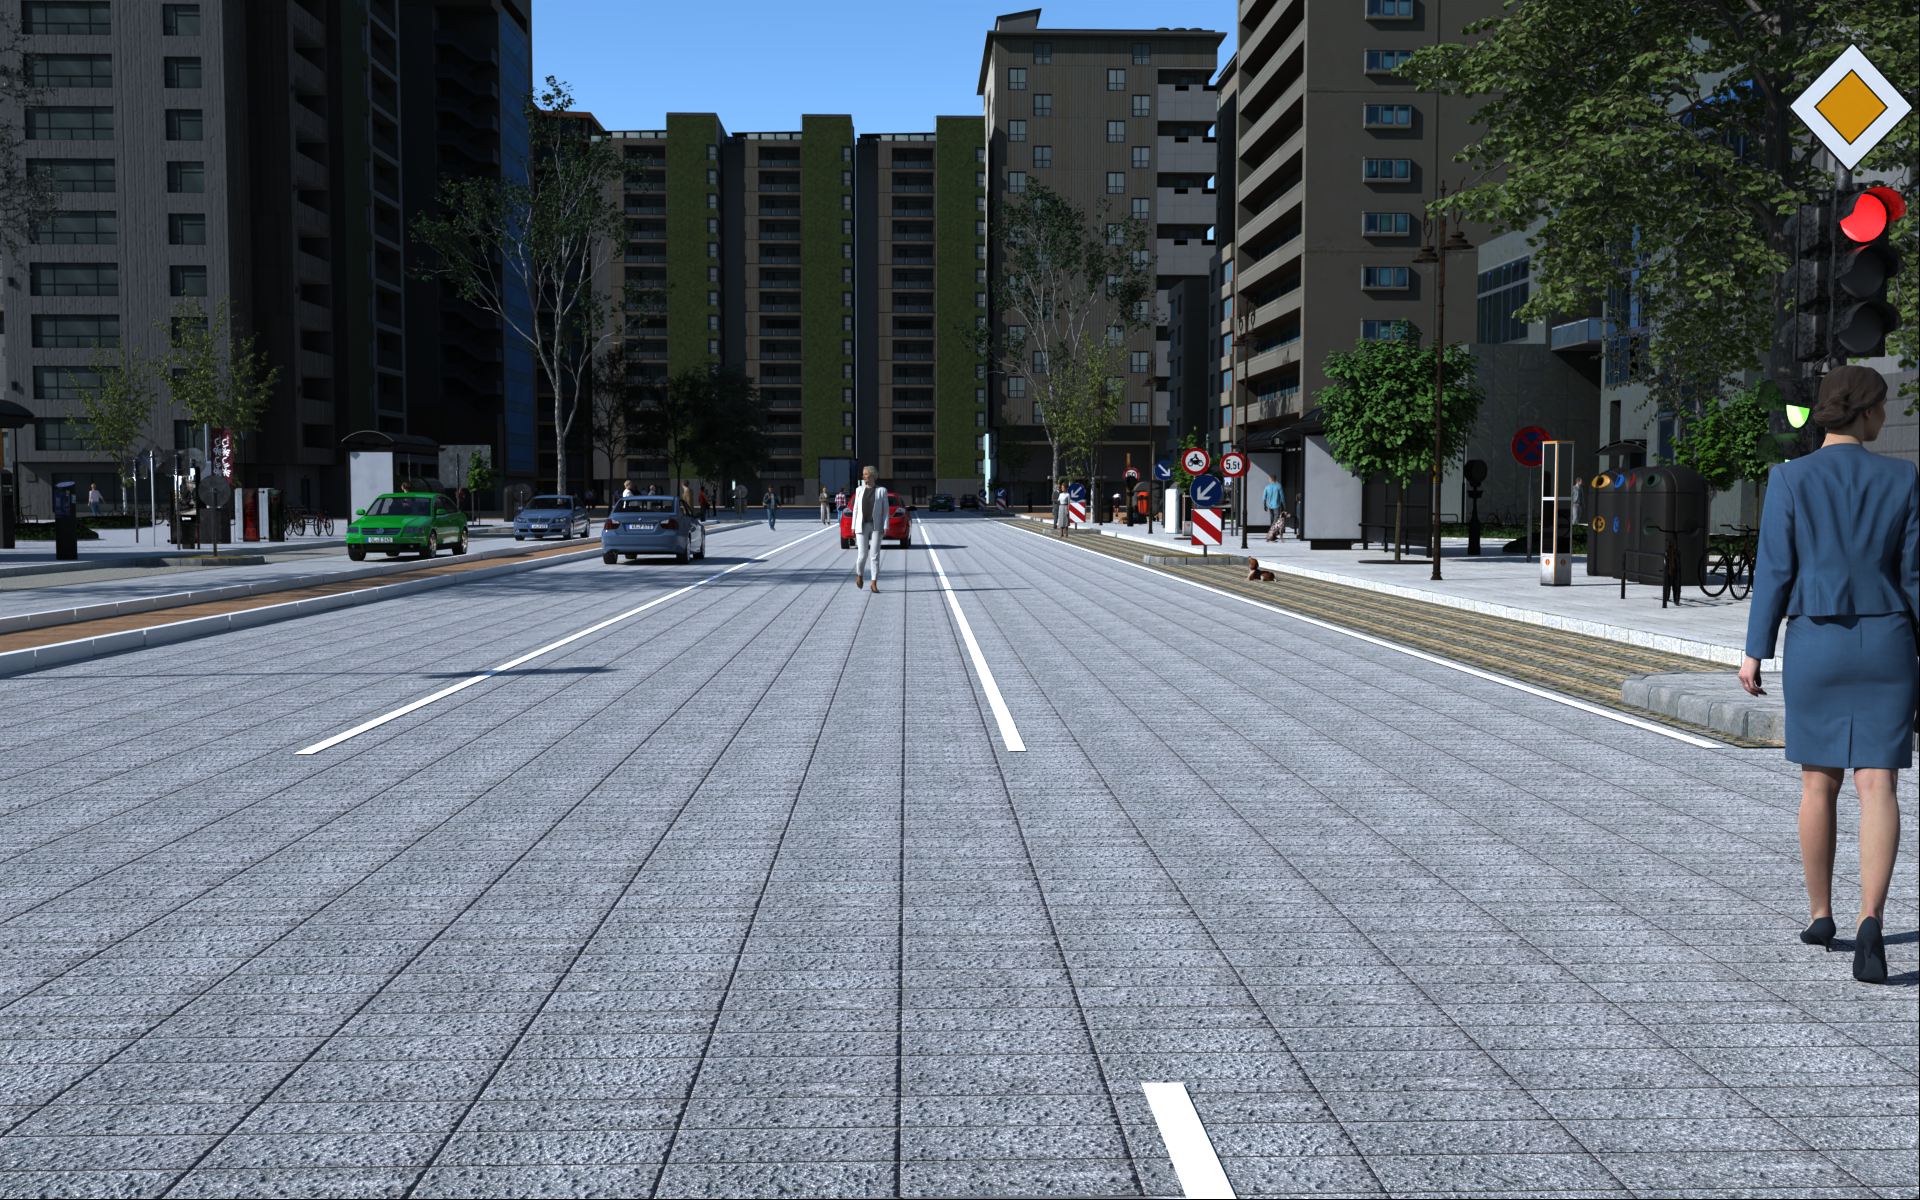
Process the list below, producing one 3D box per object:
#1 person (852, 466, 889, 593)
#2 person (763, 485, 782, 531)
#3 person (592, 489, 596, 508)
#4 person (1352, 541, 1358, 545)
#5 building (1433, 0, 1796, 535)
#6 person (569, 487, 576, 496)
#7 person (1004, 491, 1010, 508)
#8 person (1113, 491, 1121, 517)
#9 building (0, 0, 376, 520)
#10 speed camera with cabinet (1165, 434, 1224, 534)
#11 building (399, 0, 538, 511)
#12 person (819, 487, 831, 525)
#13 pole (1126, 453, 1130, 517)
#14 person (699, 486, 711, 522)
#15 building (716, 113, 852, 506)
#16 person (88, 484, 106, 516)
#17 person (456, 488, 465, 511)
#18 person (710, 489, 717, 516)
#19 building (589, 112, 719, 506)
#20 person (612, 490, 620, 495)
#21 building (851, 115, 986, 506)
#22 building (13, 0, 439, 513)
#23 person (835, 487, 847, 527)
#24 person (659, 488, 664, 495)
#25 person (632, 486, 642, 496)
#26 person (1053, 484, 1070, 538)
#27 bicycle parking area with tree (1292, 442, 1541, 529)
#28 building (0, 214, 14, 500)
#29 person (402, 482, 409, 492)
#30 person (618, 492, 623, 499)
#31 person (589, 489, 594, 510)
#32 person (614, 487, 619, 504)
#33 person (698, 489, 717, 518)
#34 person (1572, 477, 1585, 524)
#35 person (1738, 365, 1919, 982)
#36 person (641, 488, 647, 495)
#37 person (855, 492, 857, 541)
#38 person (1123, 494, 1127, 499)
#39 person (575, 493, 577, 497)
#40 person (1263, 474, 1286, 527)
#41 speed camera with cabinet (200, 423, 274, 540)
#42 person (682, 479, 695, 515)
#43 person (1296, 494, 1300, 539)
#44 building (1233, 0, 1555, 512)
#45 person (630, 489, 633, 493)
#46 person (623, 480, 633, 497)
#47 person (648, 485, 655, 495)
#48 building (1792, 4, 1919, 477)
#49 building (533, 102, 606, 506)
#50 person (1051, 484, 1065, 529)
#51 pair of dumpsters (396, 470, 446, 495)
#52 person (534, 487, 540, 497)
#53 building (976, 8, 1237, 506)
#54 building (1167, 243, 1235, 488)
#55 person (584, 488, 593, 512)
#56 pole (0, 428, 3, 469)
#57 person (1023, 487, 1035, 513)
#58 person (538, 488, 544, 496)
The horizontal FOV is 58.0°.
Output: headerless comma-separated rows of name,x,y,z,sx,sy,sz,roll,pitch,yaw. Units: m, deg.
person,-1.320,-1.036,25.312,0.514,1.842,0.818,-1,4,-13
person,-7.352,-3.591,67.558,0.623,1.781,0.721,-3,5,-44
person,-33.333,-9.188,156.802,0.750,1.759,0.617,-1,4,-20
person,9.542,-2.236,42.948,0.624,1.780,0.694,1,4,18
building,33.042,-46.147,67.175,22.319,86.520,31.000,0,4,-2
person,-29.819,-7.772,133.051,0.705,1.831,1.348,-3,5,-40
person,4.457,-9.589,165.966,0.721,1.739,1.217,-2,4,-24
person,8.913,-5.425,97.937,0.628,1.438,0.799,-1,4,-19
building,-40.306,-19.572,91.701,14.160,30.474,14.107,0,4,-2
speed camera with cabinet,7.662,-3.799,56.455,2.038,3.252,0.660,-2,4,-32
building,-42.590,-29.863,138.375,14.200,45.320,14.600,0,4,-2
person,-6.231,-4.346,80.099,0.519,1.759,0.362,-1,4,-17
pole,8.411,-5.669,86.534,0.158,3.312,0.155,0,3,0
person,-13.099,-4.894,88.488,0.705,1.831,1.348,-2,4,-31
building,-18.463,-30.955,189.702,14.086,41.232,14.154,0,4,-2
person,-37.952,-4.258,76.331,0.598,1.740,0.731,1,4,18
person,-24.987,-4.839,86.634,0.415,1.643,0.593,1,4,12
person,-15.897,-6.259,111.521,0.721,1.739,1.217,-2,4,-23
building,-32.532,-30.907,188.932,14.086,41.232,14.154,0,4,-2
person,-26.568,-7.757,133.673,0.742,1.727,0.445,0,4,2
building,-4.391,-30.996,190.374,14.086,41.232,14.154,0,4,-2
building,-44.369,-40.943,107.671,20.563,71.187,20.611,0,4,-2
person,-5.199,-4.048,75.520,0.563,1.720,0.643,2,4,34
person,-23.360,-7.852,135.147,0.721,1.735,1.217,1,4,16
person,-20.911,-6.459,111.670,1.348,1.821,0.705,2,4,28
person,3.328,-2.895,56.396,0.480,1.755,0.524,2,4,34
bicycle parking area with tree,16.193,-4.600,62.215,9.016,4.147,8.231,-1,4,-19
building,-63.323,-33.161,131.423,27.495,52.752,28.713,0,4,-2
person,-16.579,-2.624,51.749,0.374,1.781,0.599,0,4,-8
person,-22.996,-6.631,117.641,0.628,1.438,0.799,2,4,30
person,-30.273,-8.240,141.710,0.756,1.711,0.436,1,4,20
person,-21.793,-6.316,110.241,0.436,1.711,0.756,0,4,1
person,-15.382,-5.882,105.453,1.217,1.735,0.721,-2,4,-30
person,19.726,-3.013,55.410,0.635,1.810,0.391,-3,5,-40
person,2.674,0.200,5.256,0.581,1.822,0.654,2,4,30
person,-20.953,-6.610,115.054,0.756,1.711,0.436,3,5,40
person,-3.156,-2.563,52.999,0.523,1.515,0.503,-2,4,-35
person,11.811,-6.896,119.504,1.217,1.735,0.721,2,4,29
person,-36.063,-9.363,162.323,0.628,1.438,0.799,-2,4,-35
person,8.830,-2.635,48.995,0.638,1.841,0.748,3,5,44
speed camera with cabinet,-20.442,-3.336,48.880,2.038,3.252,0.660,-1,4,-8
person,-7.379,-2.374,47.218,0.836,1.842,0.656,-3,4,-39
person,9.747,-2.390,49.399,0.394,1.301,0.425,0,4,-7
building,29.798,-29.622,108.022,21.300,48.544,21.600,0,4,-2
person,-28.034,-8.606,147.454,0.721,1.736,1.217,0,4,7
person,-9.908,-2.644,51.605,0.514,1.842,0.818,3,4,39
person,-12.131,-3.654,68.635,0.834,1.777,0.661,-2,4,-28
building,35.125,-30.090,33.978,28.212,58.520,21.231,0,4,-2
building,-54.141,-32.893,192.418,28.867,44.769,22.147,0,4,-2
person,3.737,-3.413,64.483,0.661,1.801,0.590,-3,4,-36
pair of dumpsters,-21.308,-3.962,67.278,1.574,2.255,4.437,0,4,-2
person,-28.129,-6.612,114.596,0.568,1.767,0.683,0,4,0
building,16.169,-37.229,197.930,27.495,52.752,28.713,0,4,-2
building,31.964,-17.681,134.125,27.650,21.520,28.899,0,4,-2
person,-26.221,-7.025,121.837,0.756,1.711,0.436,3,5,43
pole,-22.929,-2.903,41.305,0.158,3.312,0.155,0,3,0
person,4.728,-6.828,118.404,0.721,1.735,1.217,-3,4,-36
person,-30.131,-7.159,123.877,1.217,1.735,0.721,-1,4,-22
